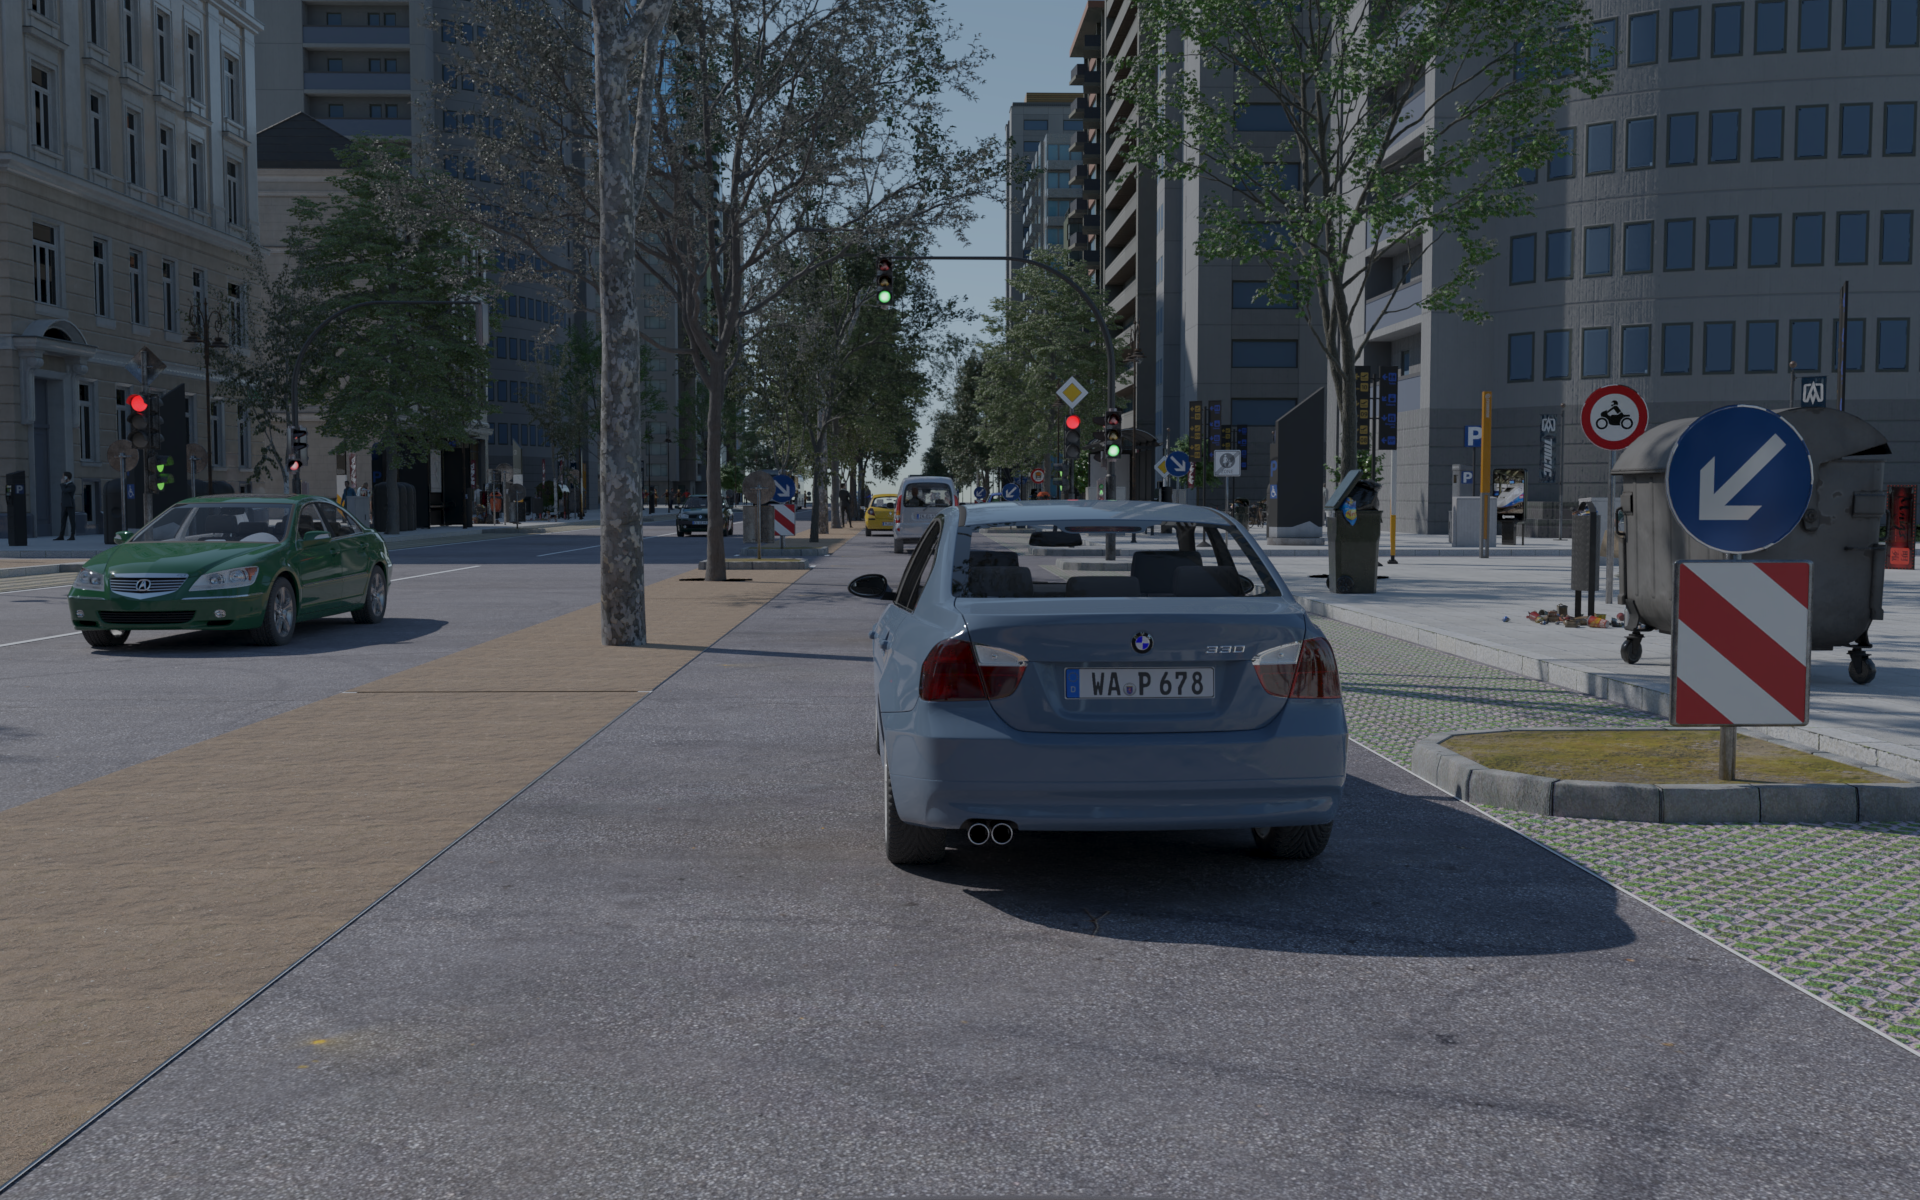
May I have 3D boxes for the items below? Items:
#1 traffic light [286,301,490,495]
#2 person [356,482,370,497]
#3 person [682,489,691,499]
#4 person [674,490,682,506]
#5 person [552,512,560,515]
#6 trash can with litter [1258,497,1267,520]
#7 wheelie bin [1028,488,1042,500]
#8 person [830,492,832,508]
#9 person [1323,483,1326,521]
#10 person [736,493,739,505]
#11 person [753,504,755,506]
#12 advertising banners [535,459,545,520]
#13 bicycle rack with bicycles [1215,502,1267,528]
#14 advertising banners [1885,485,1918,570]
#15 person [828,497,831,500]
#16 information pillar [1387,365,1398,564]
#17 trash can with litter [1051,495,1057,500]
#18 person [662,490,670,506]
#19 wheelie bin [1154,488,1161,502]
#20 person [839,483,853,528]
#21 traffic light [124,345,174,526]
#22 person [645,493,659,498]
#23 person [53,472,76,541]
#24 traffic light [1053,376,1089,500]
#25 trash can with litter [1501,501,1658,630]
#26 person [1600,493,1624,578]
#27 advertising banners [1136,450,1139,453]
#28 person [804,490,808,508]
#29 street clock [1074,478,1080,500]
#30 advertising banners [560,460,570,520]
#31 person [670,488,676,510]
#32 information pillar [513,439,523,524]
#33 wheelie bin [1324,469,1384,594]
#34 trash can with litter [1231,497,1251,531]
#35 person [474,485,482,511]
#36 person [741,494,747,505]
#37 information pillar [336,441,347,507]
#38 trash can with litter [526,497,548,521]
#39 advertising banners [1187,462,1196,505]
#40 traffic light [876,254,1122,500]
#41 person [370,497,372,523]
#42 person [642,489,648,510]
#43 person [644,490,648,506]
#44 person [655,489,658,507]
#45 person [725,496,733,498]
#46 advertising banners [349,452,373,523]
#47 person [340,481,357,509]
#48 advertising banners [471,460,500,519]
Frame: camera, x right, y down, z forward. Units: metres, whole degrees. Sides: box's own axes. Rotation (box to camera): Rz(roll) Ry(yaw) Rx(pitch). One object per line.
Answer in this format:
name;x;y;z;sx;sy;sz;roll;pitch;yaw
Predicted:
traffic light;-13.519;-4.048;40.856;4.771;5.953;1.251;0;4;-2
person;-25.626;-4.154;74.228;0.793;1.790;0.793;-1;4;-20
person;-31.750;-11.959;201.509;1.348;1.831;0.705;0;4;5
person;-29.935;-10.852;183.988;0.721;1.766;1.217;2;4;32
person;-24.940;-6.112;106.814;0.643;1.720;0.563;-1;4;-10
trash can with litter;14.144;-4.305;81.776;1.055;1.170;0.624;2;4;31
wheelie bin;4.358;-5.484;97.568;0.980;1.594;0.693;-2;4;-25
person;-13.075;-10.275;177.411;0.541;1.710;0.530;2;4;34
person;17.510;-4.710;83.151;0.391;1.810;0.635;-2;4;-35
person;-26.877;-12.358;208.892;0.445;1.727;0.742;-1;4;-9
person;-18.473;-8.995;155.698;0.705;1.807;1.348;1;4;9
advertising banners;-21.055;-5.545;86.856;0.090;3.025;2.074;-2;4;-27
bicycle rack with bicycles;10.832;-3.218;65.997;2.852;0.926;2.925;0;4;-8
advertising banners;15.946;-2.029;29.358;0.090;3.025;2.074;-3;4;-37
person;-11.463;-8.434;146.022;1.348;1.869;0.705;3;4;37
information pillar;7.972;-2.475;31.822;0.183;3.616;0.504;1;4;12
trash can with litter;4.877;-5.465;100.409;1.678;1.210;2.233;0;4;8
person;-31.558;-10.993;186.294;1.217;1.766;0.721;-2;4;-35
wheelie bin;10.327;-5.013;89.874;0.693;1.594;0.980;-2;4;-30
person;-4.869;-4.000;73.257;0.648;1.900;0.474;0;4;2
traffic light;-15.375;-2.682;32.779;0.839;4.253;0.868;0;4;-2
person;-29.902;-9.911;168.049;1.348;1.831;0.705;-1;4;-19
person;-24.710;-2.596;47.851;0.648;1.900;0.474;2;4;32
traffic light;2.646;-3.204;41.306;0.839;4.253;0.868;0;4;-2
trash can with litter;6.272;-0.384;17.342;1.678;1.210;2.233;0;4;6
person;9.711;-1.167;25.113;0.794;1.824;0.713;-3;4;-36
advertising banners;6.716;-4.322;66.857;0.090;3.025;2.074;1;4;17
person;-15.738;-10.262;176.385;0.705;1.812;1.348;1;4;10
street clock;4.452;-3.791;66.546;0.358;2.002;0.471;0;4;5
advertising banners;-19.915;-5.571;87.276;0.090;3.025;2.074;-2;4;-23
person;-23.090;-8.140;139.660;0.750;1.759;0.617;1;4;22
information pillar;-18.838;-5.041;73.783;0.504;3.616;0.183;2;4;32
wheelie bin;5.123;-0.893;22.514;0.693;1.594;0.980;0;3;0
trash can with litter;9.801;-2.994;60.346;0.624;1.170;1.055;1;4;15
person;-26.407;-5.424;94.949;0.478;1.798;0.641;-1;4;-11
person;-25.557;-12.203;206.281;1.217;1.735;0.721;1;4;9
information pillar;-26.918;-5.143;75.448;0.504;3.616;0.183;1;4;20
trash can with litter;-20.708;-4.416;83.265;2.233;1.210;1.678;-1;4;-15
advertising banners;10.040;-5.090;79.406;0.090;3.025;2.074;-3;5;-41
traffic light;0.790;-3.575;33.122;4.771;5.953;1.251;0;4;-2
person;-24.923;-3.854;73.721;0.373;1.253;0.362;3;5;43
person;-25.301;-8.054;138.445;0.721;1.743;1.217;-3;5;-40
person;-33.815;-11.013;186.622;1.217;1.766;0.721;0;4;3
person;-30.556;-10.251;173.748;0.705;1.812;1.348;-2;4;-24
person;-24.667;-10.746;184.997;1.065;1.426;0.557;-2;4;-30
advertising banners;-24.628;-4.612;71.586;2.074;3.025;0.090;3;4;38
person;-22.956;-3.591;65.106;0.601;1.785;0.444;1;4;22
advertising banners;-24.360;-5.652;88.602;0.090;3.025;2.074;2;4;32
